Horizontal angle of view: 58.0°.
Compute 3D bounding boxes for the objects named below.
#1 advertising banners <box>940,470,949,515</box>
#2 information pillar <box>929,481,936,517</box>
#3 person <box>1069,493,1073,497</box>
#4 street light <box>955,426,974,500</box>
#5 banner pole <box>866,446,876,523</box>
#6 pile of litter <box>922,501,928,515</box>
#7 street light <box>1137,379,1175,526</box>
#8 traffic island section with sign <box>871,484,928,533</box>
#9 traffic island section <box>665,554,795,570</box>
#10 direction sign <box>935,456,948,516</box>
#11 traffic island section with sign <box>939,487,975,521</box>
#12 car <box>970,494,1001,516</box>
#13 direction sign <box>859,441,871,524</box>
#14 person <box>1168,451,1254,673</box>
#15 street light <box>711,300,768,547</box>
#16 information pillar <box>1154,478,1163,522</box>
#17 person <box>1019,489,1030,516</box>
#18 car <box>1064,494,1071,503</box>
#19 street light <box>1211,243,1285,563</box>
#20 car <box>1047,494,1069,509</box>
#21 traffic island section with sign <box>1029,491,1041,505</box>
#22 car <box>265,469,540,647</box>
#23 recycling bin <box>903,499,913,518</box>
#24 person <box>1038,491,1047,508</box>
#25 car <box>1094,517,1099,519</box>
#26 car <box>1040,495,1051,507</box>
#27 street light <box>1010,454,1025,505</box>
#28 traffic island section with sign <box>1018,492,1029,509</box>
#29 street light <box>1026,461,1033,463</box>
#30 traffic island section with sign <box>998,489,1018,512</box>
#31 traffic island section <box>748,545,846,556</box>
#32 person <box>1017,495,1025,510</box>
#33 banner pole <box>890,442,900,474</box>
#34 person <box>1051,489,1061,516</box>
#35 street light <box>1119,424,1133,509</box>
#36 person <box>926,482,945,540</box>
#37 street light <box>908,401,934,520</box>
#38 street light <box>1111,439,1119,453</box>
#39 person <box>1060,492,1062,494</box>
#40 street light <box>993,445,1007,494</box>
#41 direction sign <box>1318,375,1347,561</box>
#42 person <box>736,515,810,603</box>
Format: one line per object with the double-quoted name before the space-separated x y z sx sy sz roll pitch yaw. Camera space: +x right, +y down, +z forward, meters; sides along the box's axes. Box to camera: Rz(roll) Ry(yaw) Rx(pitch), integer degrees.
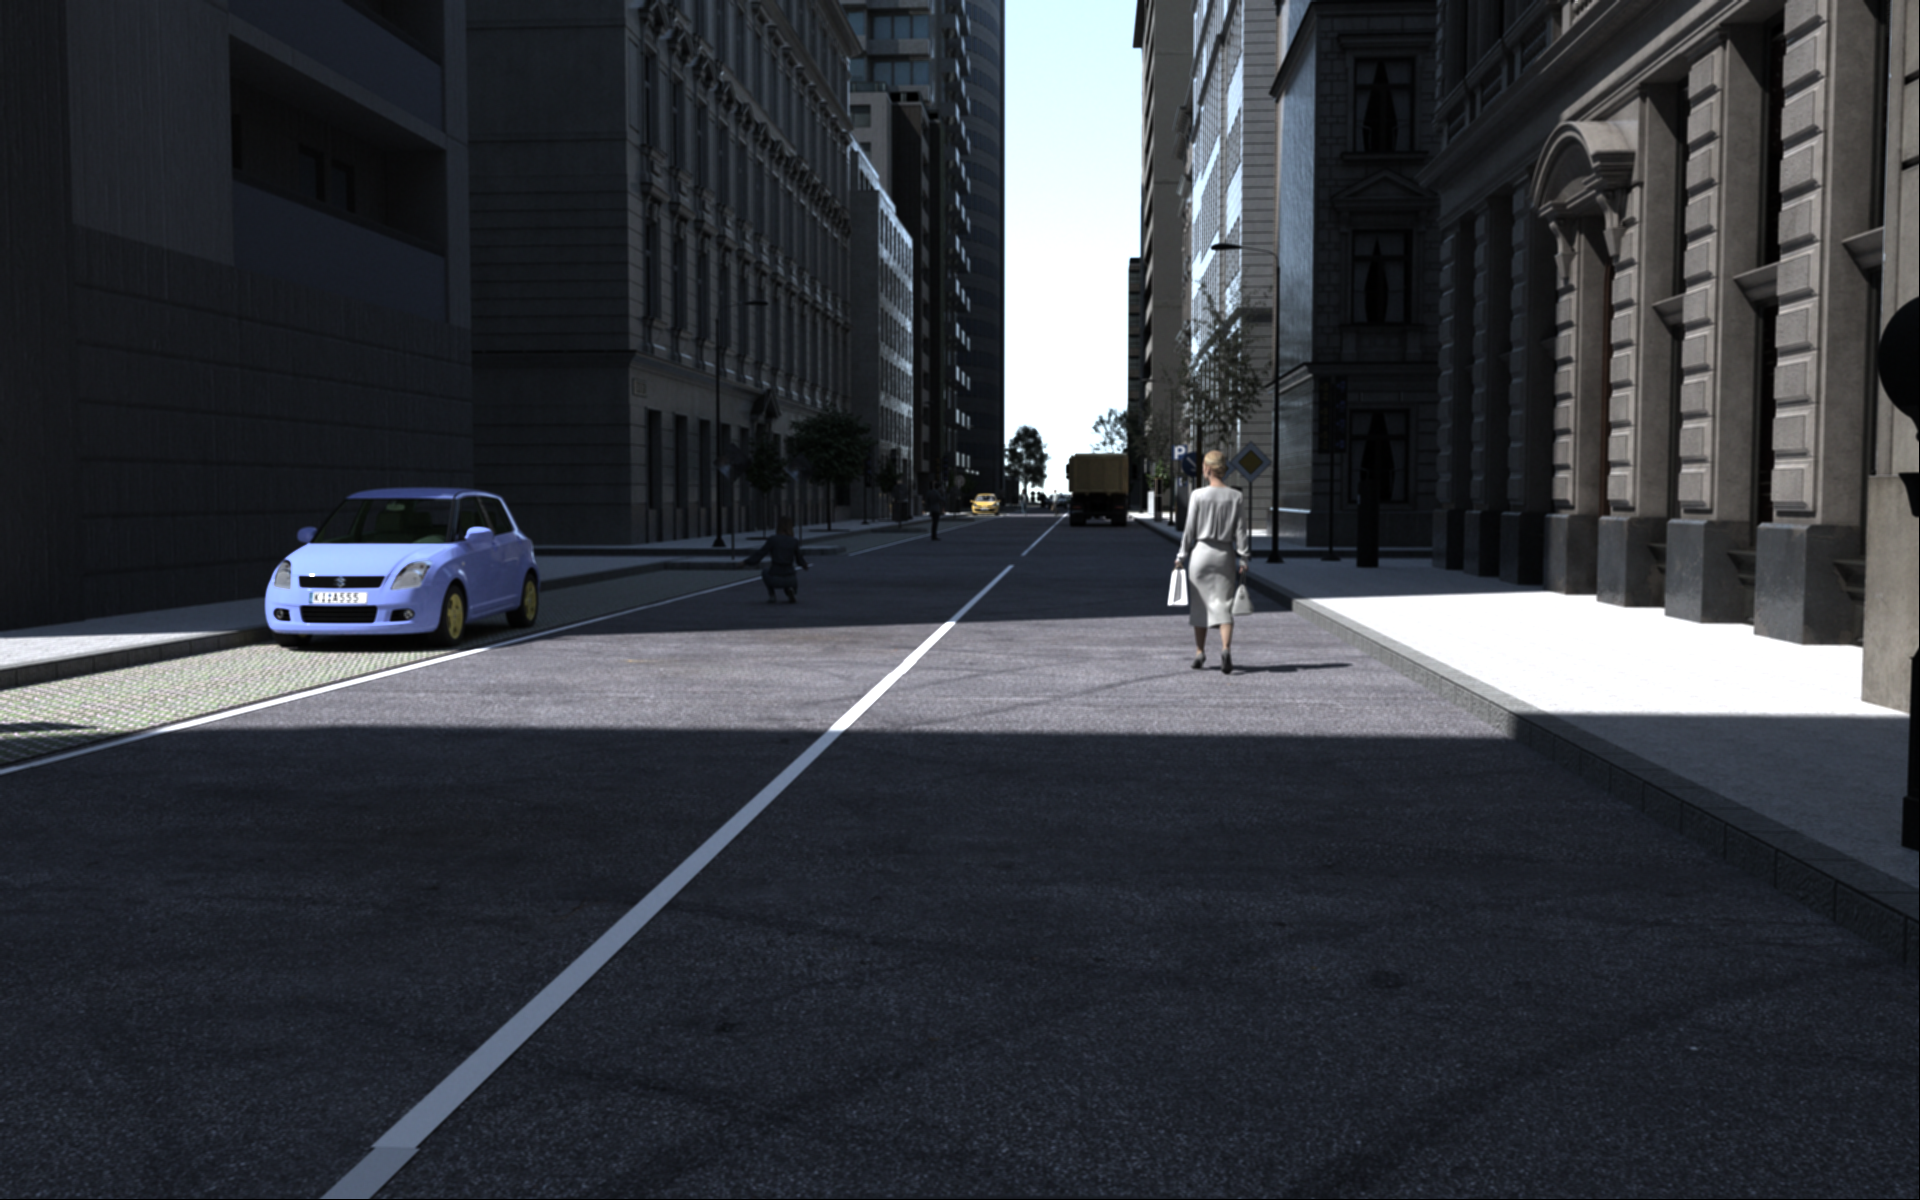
"advertising banners" -1.016 -6.885 108.762 0.090 3.025 2.074 -1 4 -16
"information pillar" -1.544 -5.715 97.929 0.304 2.012 0.304 3 4 37
"person" 13.377 -11.964 204.066 1.348 1.831 0.705 1 4 22
"street light" 0.260 -8.898 118.025 1.470 5.913 1.316 0 4 4
"banner pole" -4.060 -5.402 78.331 0.401 3.779 0.863 -3 4 -38
"pile of litter" -2.680 -6.017 112.346 1.176 0.858 1.719 0 4 3
"street light" 8.023 -5.964 70.046 1.470 5.913 1.316 0 4 4
"traffic island section with sign" -2.208 -3.412 64.413 1.989 1.847 2.006 0 4 4
"traffic island section" -4.455 -0.707 33.844 2.009 0.180 2.903 0 4 4
"direction sign" -1.112 -6.830 103.665 0.876 3.537 0.379 -2 4 -27
"traffic island section with sign" -0.226 -5.056 91.296 1.989 1.847 2.006 0 4 4
"car" 1.722 -6.409 115.008 2.015 1.641 3.980 0 4 3
"direction sign" -4.034 -4.990 73.576 0.379 3.537 0.876 2 4 33
"person" 2.014 -0.311 13.933 0.694 1.780 0.624 1 4 11
"street light" -5.289 -4.228 41.668 1.470 5.913 1.316 0 4 4
"information pillar" 9.227 -4.653 80.576 0.304 2.012 0.304 -1 4 -12
"person" 4.202 -6.413 113.702 0.623 1.781 0.721 -1 4 -22
"car" 14.193 -13.667 232.252 1.959 1.807 4.718 0 4 5
"street light" 5.343 -3.649 32.201 1.470 5.913 1.316 0 4 4
"car" 9.557 -9.639 169.389 2.131 1.459 4.920 0 4 4
"traffic island section with sign" 9.470 -13.112 223.009 1.989 1.847 2.006 0 4 4
"car" -5.472 -0.469 17.260 1.945 1.707 3.694 0 4 3
"recycling bin" -2.981 -4.940 93.331 0.722 1.027 0.722 -2 4 -28
"person" 8.409 -10.203 175.867 0.990 1.755 0.434 1 4 23
"car" 8.693 -5.547 100.917 2.015 1.641 3.980 0 4 2
"car" 9.814 -10.897 190.738 1.945 1.354 3.894 0 4 3
"street light" 6.451 -13.969 200.939 1.470 5.913 1.316 0 4 4
"traffic island section with sign" 5.460 -9.777 168.482 1.989 1.847 2.006 0 4 4
"street light" 9.730 -16.742 246.278 1.470 5.913 1.316 0 4 4
"traffic island section with sign" 3.473 -8.133 141.600 1.989 1.847 2.006 0 4 4
"traffic island section" -3.869 -1.194 41.808 2.009 0.180 2.903 0 4 4
"person" 5.680 -9.023 156.731 1.217 1.736 0.721 0 4 -1
"banner pole" -3.114 -5.758 84.156 0.401 3.779 0.863 -3 5 -44
"person" 6.231 -6.332 112.515 0.515 1.767 0.782 -1 4 -8
"street light" 11.542 -8.736 115.368 1.470 5.913 1.316 0 4 4
"person" -0.754 -2.754 53.711 0.473 1.802 0.592 -2 4 -29
"street light" -1.998 -7.001 87.006 1.470 5.913 1.316 0 4 4
"street light" 13.729 -10.611 146.025 1.470 5.913 1.316 0 4 4
"person" 14.400 -14.592 247.167 1.348 1.812 0.705 -2 4 -31
"street light" 3.733 -11.683 163.564 1.470 5.913 1.316 0 4 4
"direction sign" 7.155 -2.527 33.318 0.379 3.537 0.876 -2 4 -23
"person" -2.465 -0.549 22.968 1.012 1.151 0.738 -1 4 -11
